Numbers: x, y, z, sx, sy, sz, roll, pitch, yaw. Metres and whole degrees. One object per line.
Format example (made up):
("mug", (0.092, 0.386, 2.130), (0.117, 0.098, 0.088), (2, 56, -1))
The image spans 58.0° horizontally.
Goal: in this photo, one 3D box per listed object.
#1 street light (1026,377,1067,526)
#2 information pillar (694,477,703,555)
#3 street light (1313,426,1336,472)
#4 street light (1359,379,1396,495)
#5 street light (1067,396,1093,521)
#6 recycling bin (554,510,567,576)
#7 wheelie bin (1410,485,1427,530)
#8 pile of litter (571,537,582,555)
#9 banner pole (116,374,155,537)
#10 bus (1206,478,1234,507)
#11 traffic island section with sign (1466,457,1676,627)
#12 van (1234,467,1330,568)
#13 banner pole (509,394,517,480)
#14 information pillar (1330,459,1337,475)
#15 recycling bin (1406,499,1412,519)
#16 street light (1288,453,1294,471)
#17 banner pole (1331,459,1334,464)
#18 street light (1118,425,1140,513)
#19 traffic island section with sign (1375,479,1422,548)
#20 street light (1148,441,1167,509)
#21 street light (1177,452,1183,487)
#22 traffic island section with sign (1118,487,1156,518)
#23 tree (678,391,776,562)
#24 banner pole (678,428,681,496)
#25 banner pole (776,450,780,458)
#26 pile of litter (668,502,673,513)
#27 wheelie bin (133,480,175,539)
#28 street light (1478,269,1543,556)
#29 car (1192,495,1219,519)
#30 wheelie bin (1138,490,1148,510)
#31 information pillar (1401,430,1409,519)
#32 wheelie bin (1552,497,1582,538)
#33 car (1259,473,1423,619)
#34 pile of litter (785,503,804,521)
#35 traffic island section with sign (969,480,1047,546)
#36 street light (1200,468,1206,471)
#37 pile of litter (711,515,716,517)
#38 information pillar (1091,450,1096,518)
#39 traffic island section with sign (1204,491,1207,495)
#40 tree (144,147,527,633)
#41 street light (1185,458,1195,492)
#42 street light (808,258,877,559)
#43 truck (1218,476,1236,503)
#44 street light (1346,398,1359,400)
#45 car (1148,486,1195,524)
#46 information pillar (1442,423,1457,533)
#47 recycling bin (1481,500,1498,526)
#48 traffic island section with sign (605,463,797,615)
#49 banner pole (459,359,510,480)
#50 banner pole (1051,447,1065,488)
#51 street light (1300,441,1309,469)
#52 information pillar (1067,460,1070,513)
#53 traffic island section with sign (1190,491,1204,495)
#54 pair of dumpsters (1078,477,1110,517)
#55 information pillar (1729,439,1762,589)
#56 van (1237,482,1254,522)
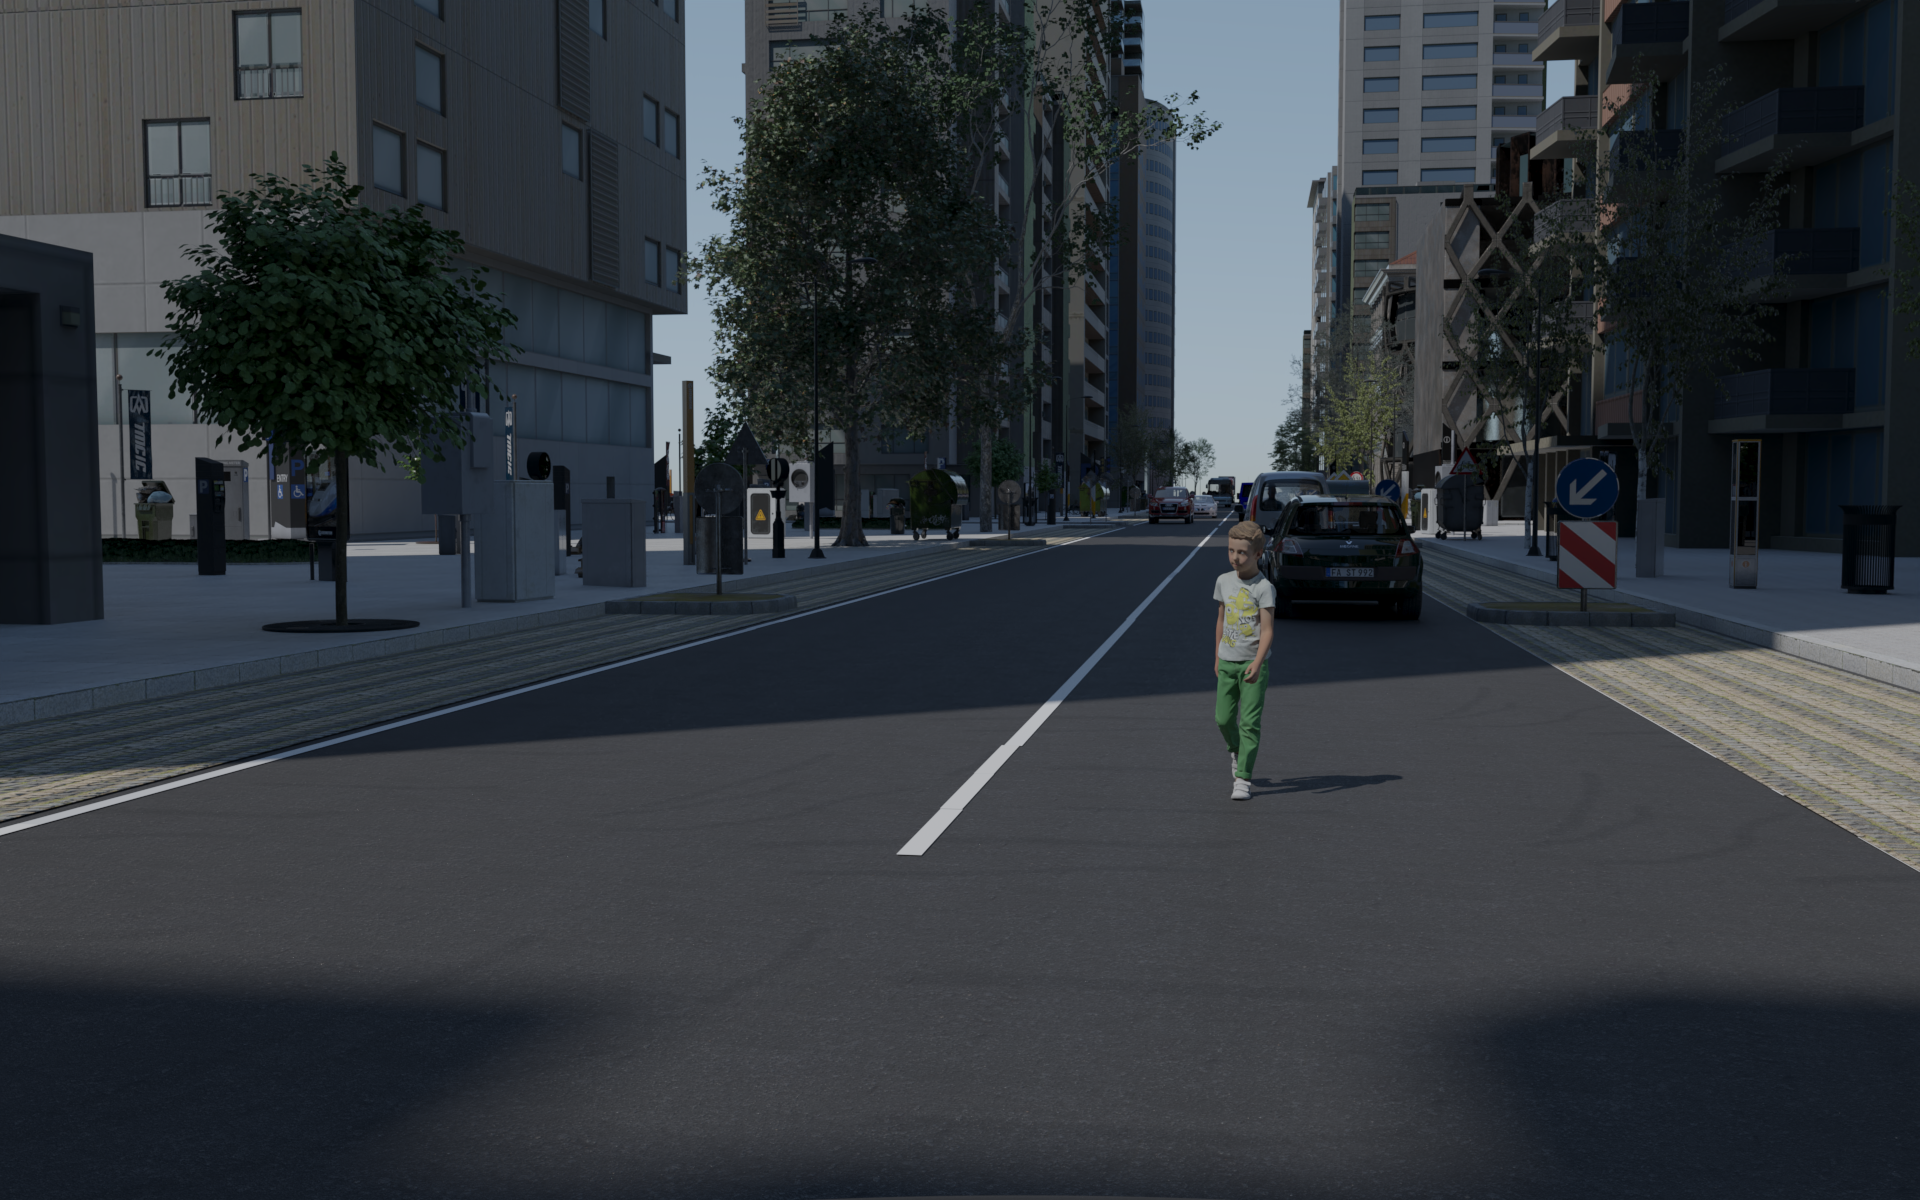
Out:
("street light", (3.327, -5.886, 68.776), (1.470, 5.913, 1.316), (1, 4, 9))
("information pillar", (-5.654, -1.975, 36.788), (0.304, 2.012, 0.304), (-2, 4, -26))
("street light", (25.016, -8.897, 118.002), (1.470, 5.913, 1.316), (1, 4, 9))
("street light", (17.051, -5.977, 70.259), (1.470, 5.913, 1.316), (1, 4, 9))
("street light", (5.582, -6.691, 81.943), (1.470, 5.913, 1.316), (1, 4, 9))
("recycling bin", (-6.677, -0.915, 27.518), (0.722, 1.027, 0.722), (0, 4, -3))
("wheelie bin", (16.324, -3.266, 61.311), (0.693, 1.594, 0.980), (-1, 4, -8))
("pile of litter", (-7.902, -1.400, 36.850), (1.176, 0.858, 1.719), (-3, 4, -38))
("banner pole", (-17.422, -2.843, 36.498), (0.401, 3.779, 0.863), (3, 5, 42))
("bus", (28.392, -11.896, 189.353), (2.948, 3.499, 13.247), (1, 4, 9))
("traffic island section with sign", (6.820, -0.669, 19.571), (1.989, 1.847, 2.006), (1, 4, 9))
("van", (6.329, -1.622, 33.530), (2.013, 2.044, 4.112), (0, 4, 8))
("banner pole", (-11.303, -3.284, 43.707), (0.401, 3.779, 0.863), (-3, 4, -37))
("information pillar", (25.185, -7.680, 116.923), (0.504, 3.616, 0.183), (3, 5, 44))
("recycling bin", (23.754, -4.773, 90.591), (0.722, 1.027, 0.722), (2, 4, 28))
("street light", (37.747, -13.523, 193.634), (1.470, 5.913, 1.316), (1, 4, 9))
("banner pole", (26.470, -8.153, 123.312), (0.401, 3.779, 0.863), (0, 4, -1))
("street light", (11.374, -8.815, 116.664), (1.470, 5.913, 1.316), (1, 4, 9))
("traffic island section with sign", (11.330, -2.322, 46.587), (1.989, 1.847, 2.006), (1, 4, 9))
("street light", (17.905, -11.221, 156.006), (1.470, 5.913, 1.316), (1, 4, 9))
("street light", (23.641, -13.328, 190.458), (1.470, 5.913, 1.316), (1, 4, 9))
("traffic island section with sign", (10.370, -5.712, 102.025), (1.989, 1.847, 2.006), (1, 4, 9))
("tree", (-4.607, -2.339, 32.844), (1.663, 3.219, 1.824), (0, 3, 0))
("banner pole", (-10.744, -4.670, 66.377), (0.401, 3.779, 0.863), (-1, 4, -12))
("banner pole", (-7.347, -4.889, 69.946), (0.401, 3.779, 0.863), (-1, 4, -15))
("pile of litter", (-19.100, -6.144, 114.415), (1.176, 0.858, 1.719), (-3, 4, -38))
("wheelie bin", (-18.691, -1.976, 40.209), (0.980, 1.594, 0.693), (1, 4, 18))
("street light", (11.379, -3.870, 35.821), (1.470, 5.913, 1.316), (1, 4, 9))
("car", (14.323, -5.534, 102.840), (2.083, 1.381, 4.827), (1, 4, 9))
("wheelie bin", (14.561, -7.973, 138.269), (0.980, 1.594, 0.693), (0, 4, -3))
("information pillar", (16.260, -4.399, 63.275), (0.183, 3.616, 0.504), (0, 4, -6))
("wheelie bin", (14.407, -2.007, 40.726), (0.980, 1.594, 0.693), (2, 4, 25))
("car", (4.630, -0.703, 21.276), (2.009, 1.686, 4.222), (1, 4, 8))
("pile of litter", (-7.904, -4.233, 83.175), (1.176, 0.858, 1.719), (1, 4, 18))
("traffic island section with sign", (1.372, -2.421, 48.209), (1.989, 1.847, 2.006), (1, 4, 9))
("street light", (37.514, -18.364, 272.786), (1.470, 5.913, 1.316), (1, 4, 9))
("pile of litter", (-12.188, -4.638, 89.796), (1.719, 0.858, 1.176), (2, 4, 24))
("information pillar", (7.014, -6.110, 91.261), (0.183, 3.616, 0.504), (-1, 4, -17))
("traffic island section with sign", (41.175, -17.003, 286.625), (1.989, 1.847, 2.006), (1, 4, 9))
("tree", (-5.893, -2.003, 16.466), (4.285, 4.588, 4.351), (0, 3, 0))
("street light", (31.552, -16.238, 238.027), (1.470, 5.913, 1.316), (1, 4, 9))
("street light", (-2.316, -3.774, 34.249), (1.470, 5.913, 1.316), (1, 4, 9))
("truck", (42.085, -17.401, 273.411), (2.839, 4.237, 11.283), (1, 4, 11))
("street light", (19.288, -6.791, 83.573), (1.470, 5.913, 1.316), (1, 4, 9))
("car", (10.363, -4.652, 84.740), (2.281, 1.827, 5.304), (1, 4, 10))
("information pillar", (15.997, -3.997, 56.701), (0.504, 3.616, 0.183), (0, 4, 6))
("recycling bin", (21.031, -3.472, 69.316), (0.722, 1.027, 0.722), (-2, 4, -31))
("traffic island section with sign", (-3.093, -0.779, 21.364), (1.989, 1.847, 2.006), (1, 4, 9))
("banner pole", (-8.176, -2.408, 29.384), (0.401, 3.779, 0.863), (2, 4, 31))
("banner pole", (5.123, -6.211, 91.559), (0.863, 3.779, 0.401), (0, 4, -1))
("street light", (31.835, -11.381, 158.616), (1.470, 5.913, 1.316), (1, 4, 9))
("information pillar", (7.290, -7.693, 117.131), (0.183, 3.616, 0.504), (-1, 4, -16))
("traffic island section with sign", (27.682, -12.058, 205.780), (1.989, 1.847, 2.006), (1, 4, 9))
("pair of dumpsters", (7.498, -5.807, 97.444), (1.574, 2.255, 4.437), (1, 4, 10))
("information pillar", (10.638, -1.161, 23.475), (0.304, 2.012, 0.304), (1, 4, 12))
("van", (15.674, -5.316, 91.298), (2.240, 2.365, 5.245), (1, 4, 10))
